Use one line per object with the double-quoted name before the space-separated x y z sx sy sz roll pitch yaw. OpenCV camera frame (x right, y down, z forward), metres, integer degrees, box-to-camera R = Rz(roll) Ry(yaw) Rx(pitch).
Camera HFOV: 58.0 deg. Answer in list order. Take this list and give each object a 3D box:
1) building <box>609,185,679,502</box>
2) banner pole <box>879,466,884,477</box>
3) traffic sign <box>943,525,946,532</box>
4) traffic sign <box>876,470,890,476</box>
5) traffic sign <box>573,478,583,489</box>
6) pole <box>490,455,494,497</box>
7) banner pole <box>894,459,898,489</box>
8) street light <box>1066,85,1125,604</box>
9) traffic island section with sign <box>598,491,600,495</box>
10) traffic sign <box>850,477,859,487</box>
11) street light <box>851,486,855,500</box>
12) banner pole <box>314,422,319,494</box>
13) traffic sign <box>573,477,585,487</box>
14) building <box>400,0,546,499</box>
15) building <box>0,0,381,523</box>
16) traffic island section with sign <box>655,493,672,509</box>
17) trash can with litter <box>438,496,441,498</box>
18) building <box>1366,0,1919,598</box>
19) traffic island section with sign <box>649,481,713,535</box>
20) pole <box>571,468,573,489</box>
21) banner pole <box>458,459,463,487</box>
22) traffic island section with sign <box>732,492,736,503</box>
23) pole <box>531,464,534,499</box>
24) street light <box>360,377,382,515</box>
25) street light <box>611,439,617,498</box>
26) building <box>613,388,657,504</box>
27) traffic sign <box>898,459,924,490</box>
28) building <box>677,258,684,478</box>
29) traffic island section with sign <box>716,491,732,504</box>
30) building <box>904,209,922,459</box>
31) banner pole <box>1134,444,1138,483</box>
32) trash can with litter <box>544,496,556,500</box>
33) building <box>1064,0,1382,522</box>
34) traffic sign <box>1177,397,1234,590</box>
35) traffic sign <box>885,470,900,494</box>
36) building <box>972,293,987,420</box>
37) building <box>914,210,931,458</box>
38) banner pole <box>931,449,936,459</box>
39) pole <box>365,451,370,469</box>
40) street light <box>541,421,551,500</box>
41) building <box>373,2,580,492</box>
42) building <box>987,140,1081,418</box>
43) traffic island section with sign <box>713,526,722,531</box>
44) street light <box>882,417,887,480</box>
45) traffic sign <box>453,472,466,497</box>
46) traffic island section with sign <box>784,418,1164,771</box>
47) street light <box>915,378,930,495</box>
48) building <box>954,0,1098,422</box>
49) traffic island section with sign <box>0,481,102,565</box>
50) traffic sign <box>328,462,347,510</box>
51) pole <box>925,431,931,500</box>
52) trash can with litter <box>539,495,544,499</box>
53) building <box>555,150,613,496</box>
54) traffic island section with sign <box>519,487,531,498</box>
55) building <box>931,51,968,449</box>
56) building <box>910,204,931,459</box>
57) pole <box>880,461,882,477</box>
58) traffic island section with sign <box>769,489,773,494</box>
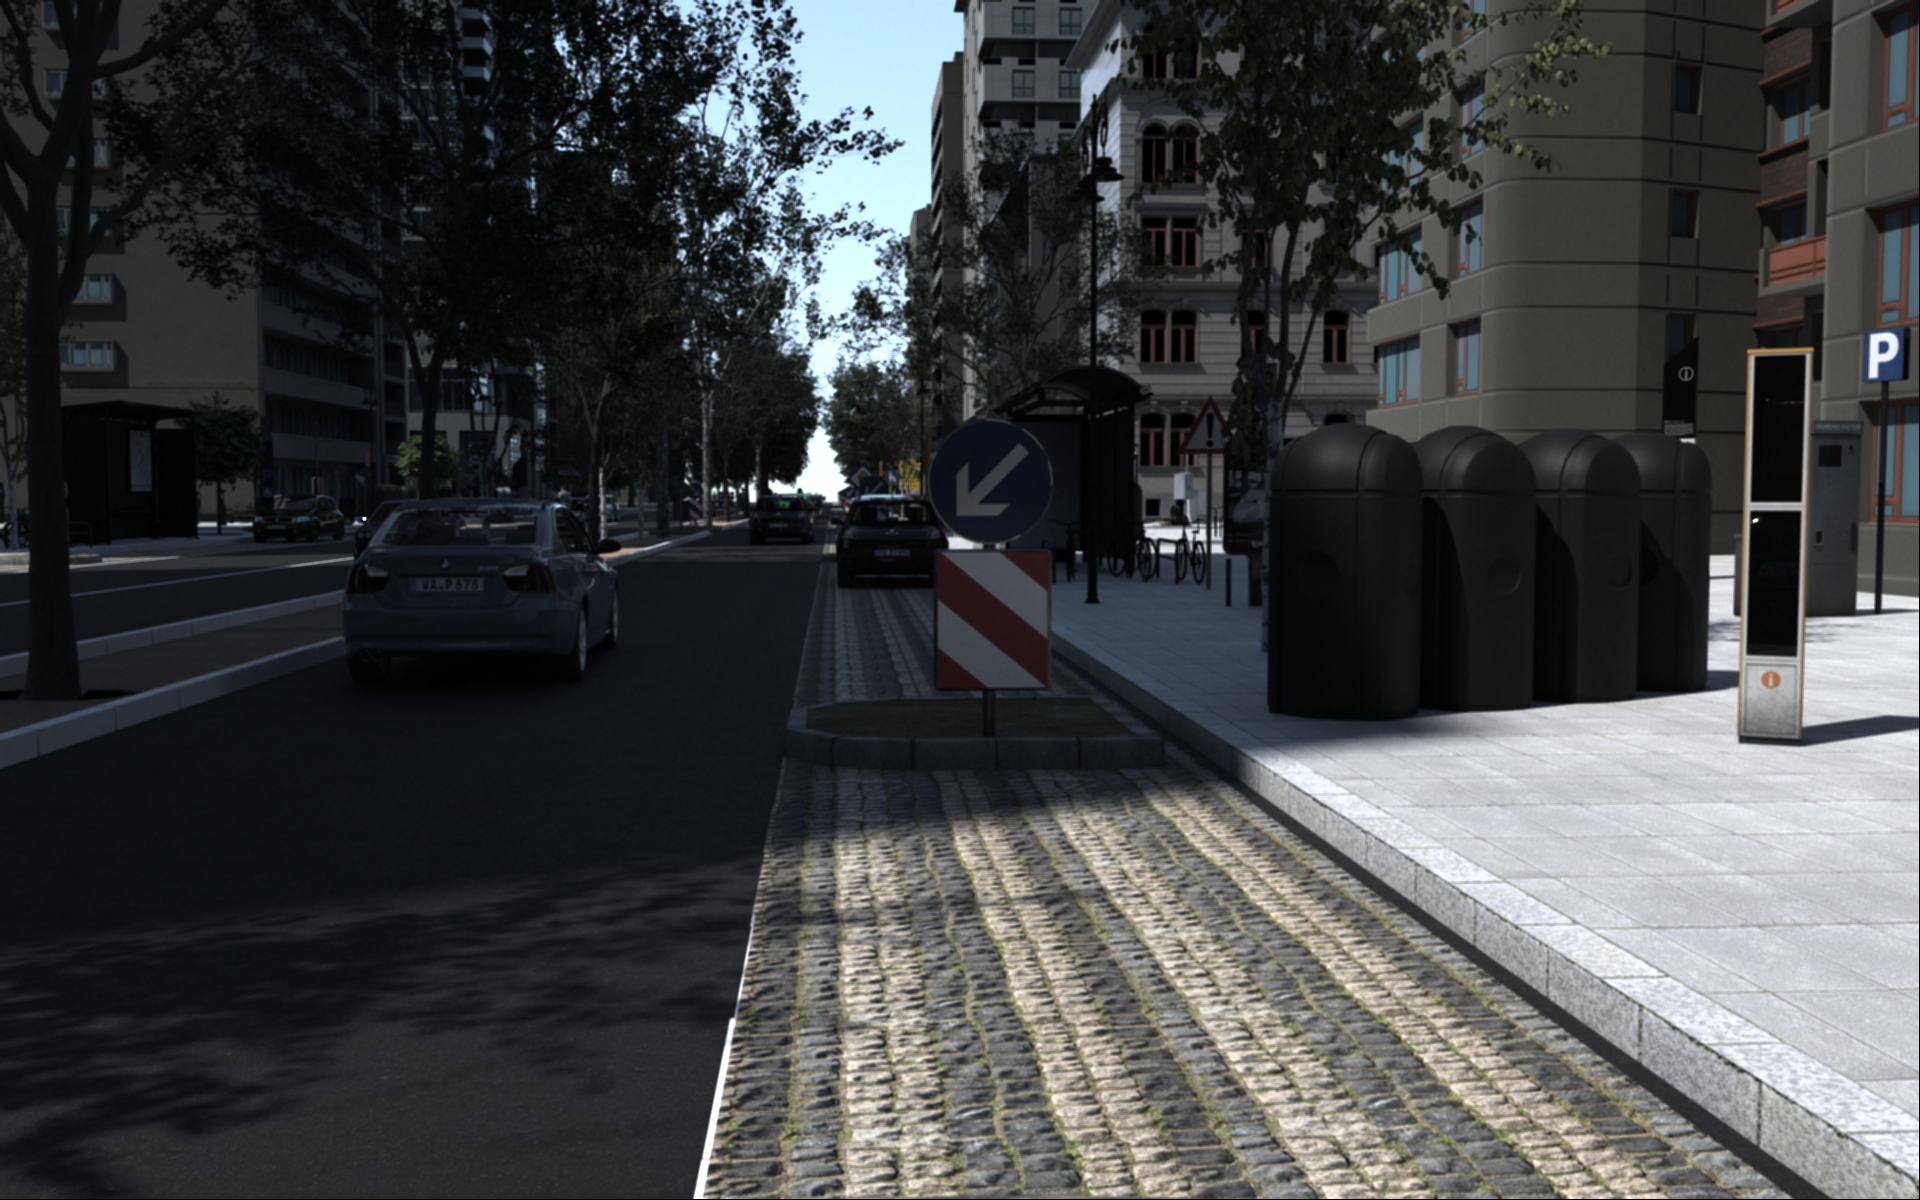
"building" -56.155 -39.704 272.864 21.300 48.544 21.600 0 4 -4
"banner pole" -6.062 -9.029 137.641 0.863 3.779 0.401 -2 4 -34
"traffic sign" -0.466 -3.199 52.409 0.768 2.556 0.104 0 4 1
"traffic sign" -5.734 -9.014 141.258 2.265 3.308 0.079 0 4 -1
"traffic sign" -29.765 -8.246 134.933 0.768 2.556 0.104 0 4 -2
"pole" -24.652 -5.955 91.211 0.158 3.312 0.155 0 3 0
"banner pole" -3.757 -7.186 107.513 0.863 3.779 0.401 -2 4 -27
"street light" 1.555 -2.899 20.182 0.468 5.910 1.993 0 4 -4
"traffic island section with sign" -24.844 -6.685 117.922 1.989 1.847 2.006 0 4 -4
"traffic sign" -4.007 -4.019 69.354 0.795 2.450 0.064 0 4 -4
"street light" -18.994 -20.218 303.345 0.468 5.910 1.993 0 4 -4
"banner pole" -22.351 -4.295 60.239 0.401 3.779 0.863 -1 4 -23
"traffic sign" -29.151 -8.105 132.524 0.884 2.594 0.081 0 4 -1
"building" -49.462 -51.527 155.142 22.319 86.520 31.000 0 4 -4
"building" -43.189 -28.341 87.084 21.300 48.544 21.600 0 4 -4
"traffic island section with sign" -28.463 -9.744 167.936 1.989 1.847 2.006 0 4 -4
"trash can with litter" -26.633 -4.702 88.273 0.624 1.170 1.055 0 4 -5
"building" 25.074 -11.304 29.863 27.650 21.520 28.899 0 4 -4
"traffic island section with sign" -9.920 -3.248 61.238 2.006 1.907 1.989 0 4 -4
"pole" -30.775 -8.784 137.469 0.158 3.312 0.155 0 3 0
"banner pole" -35.957 -8.234 124.645 0.863 3.779 0.401 3 5 43
"traffic island section with sign" -36.386 -16.427 277.208 1.989 1.847 2.006 0 4 -4
"pole" -28.864 -7.525 116.878 0.158 3.312 0.155 0 3 0
"street light" -23.328 -5.867 68.716 0.468 5.910 1.993 0 4 -4
"street light" -28.875 -10.503 144.508 0.468 5.910 1.993 0 4 -4
"building" -58.037 -24.624 247.640 27.650 21.520 28.899 0 4 -4
"traffic sign" -2.440 -6.492 100.012 2.265 3.308 0.079 0 4 3
"building" -54.174 -37.171 291.346 14.154 41.232 14.086 0 4 -4
"traffic island section with sign" -34.425 -14.783 250.324 1.989 1.847 2.006 0 4 -4
"building" 2.074 -40.954 289.200 23.786 49.044 30.456 0 4 -4
"banner pole" 7.450 -5.258 75.979 0.863 3.779 0.401 2 4 34
"trash can with litter" -26.880 -6.235 113.326 0.624 1.170 1.055 2 4 34
"building" 17.691 -18.159 84.286 23.554 28.519 14.401 0 4 -4
"traffic sign" 3.340 -1.419 23.211 0.884 2.594 0.081 0 4 1
"traffic sign" -3.571 -5.593 91.549 0.768 2.556 0.104 0 4 -3
"building" 6.643 -16.599 136.021 10.561 19.102 19.286 0 4 -4
"building" 0.343 -34.731 251.444 14.154 41.232 14.086 0 4 -4
"banner pole" -1.064 -5.724 83.604 0.863 3.779 0.401 1 4 10
"pole" -27.967 -5.381 81.825 0.158 3.312 0.155 0 3 0
"street light" -26.277 -8.393 110.013 0.468 5.910 1.993 0 4 -4
"building" -51.252 -45.447 181.305 20.563 71.187 20.611 0 4 -4
"building" 9.896 -17.879 111.396 14.314 24.678 30.058 0 4 -4
"traffic island section with sign" -10.445 -3.700 68.626 2.006 1.907 1.989 0 4 -4
"street light" -4.387 -7.948 102.732 0.468 5.910 1.993 0 4 -4
"traffic sign" -26.732 -5.645 92.404 0.768 2.556 0.104 0 4 -2
"traffic island section with sign" 0.002 -0.076 9.870 1.989 1.847 2.006 0 4 -4
"street light" -1.339 -5.404 61.139 0.468 5.910 1.993 0 4 -4
"building" 14.662 -35.090 162.965 28.713 52.752 27.495 0 4 -4
"traffic island section with sign" -18.877 -1.649 35.592 1.989 1.847 2.006 0 4 -4
"traffic sign" -25.094 -4.263 69.811 0.768 2.556 0.104 0 4 -2
"pole" -1.037 -3.810 56.135 0.158 3.312 0.155 0 3 0
"trash can with litter" -28.384 -6.564 118.370 1.678 1.210 2.233 0 4 6
"building" -48.292 -31.594 200.150 14.154 41.232 14.086 0 4 -4
"traffic island section with sign" -22.894 -5.040 91.038 1.989 1.847 2.006 0 4 -4
"building" 8.100 -34.502 187.810 21.300 48.544 21.600 0 4 -4
"building" -0.495 -37.684 266.238 14.600 45.320 14.200 0 4 -4
"pole" -4.847 -6.881 106.345 0.158 3.312 0.155 0 3 0
"traffic island section with sign" -15.884 -8.283 143.568 2.006 1.907 1.989 0 4 -4
